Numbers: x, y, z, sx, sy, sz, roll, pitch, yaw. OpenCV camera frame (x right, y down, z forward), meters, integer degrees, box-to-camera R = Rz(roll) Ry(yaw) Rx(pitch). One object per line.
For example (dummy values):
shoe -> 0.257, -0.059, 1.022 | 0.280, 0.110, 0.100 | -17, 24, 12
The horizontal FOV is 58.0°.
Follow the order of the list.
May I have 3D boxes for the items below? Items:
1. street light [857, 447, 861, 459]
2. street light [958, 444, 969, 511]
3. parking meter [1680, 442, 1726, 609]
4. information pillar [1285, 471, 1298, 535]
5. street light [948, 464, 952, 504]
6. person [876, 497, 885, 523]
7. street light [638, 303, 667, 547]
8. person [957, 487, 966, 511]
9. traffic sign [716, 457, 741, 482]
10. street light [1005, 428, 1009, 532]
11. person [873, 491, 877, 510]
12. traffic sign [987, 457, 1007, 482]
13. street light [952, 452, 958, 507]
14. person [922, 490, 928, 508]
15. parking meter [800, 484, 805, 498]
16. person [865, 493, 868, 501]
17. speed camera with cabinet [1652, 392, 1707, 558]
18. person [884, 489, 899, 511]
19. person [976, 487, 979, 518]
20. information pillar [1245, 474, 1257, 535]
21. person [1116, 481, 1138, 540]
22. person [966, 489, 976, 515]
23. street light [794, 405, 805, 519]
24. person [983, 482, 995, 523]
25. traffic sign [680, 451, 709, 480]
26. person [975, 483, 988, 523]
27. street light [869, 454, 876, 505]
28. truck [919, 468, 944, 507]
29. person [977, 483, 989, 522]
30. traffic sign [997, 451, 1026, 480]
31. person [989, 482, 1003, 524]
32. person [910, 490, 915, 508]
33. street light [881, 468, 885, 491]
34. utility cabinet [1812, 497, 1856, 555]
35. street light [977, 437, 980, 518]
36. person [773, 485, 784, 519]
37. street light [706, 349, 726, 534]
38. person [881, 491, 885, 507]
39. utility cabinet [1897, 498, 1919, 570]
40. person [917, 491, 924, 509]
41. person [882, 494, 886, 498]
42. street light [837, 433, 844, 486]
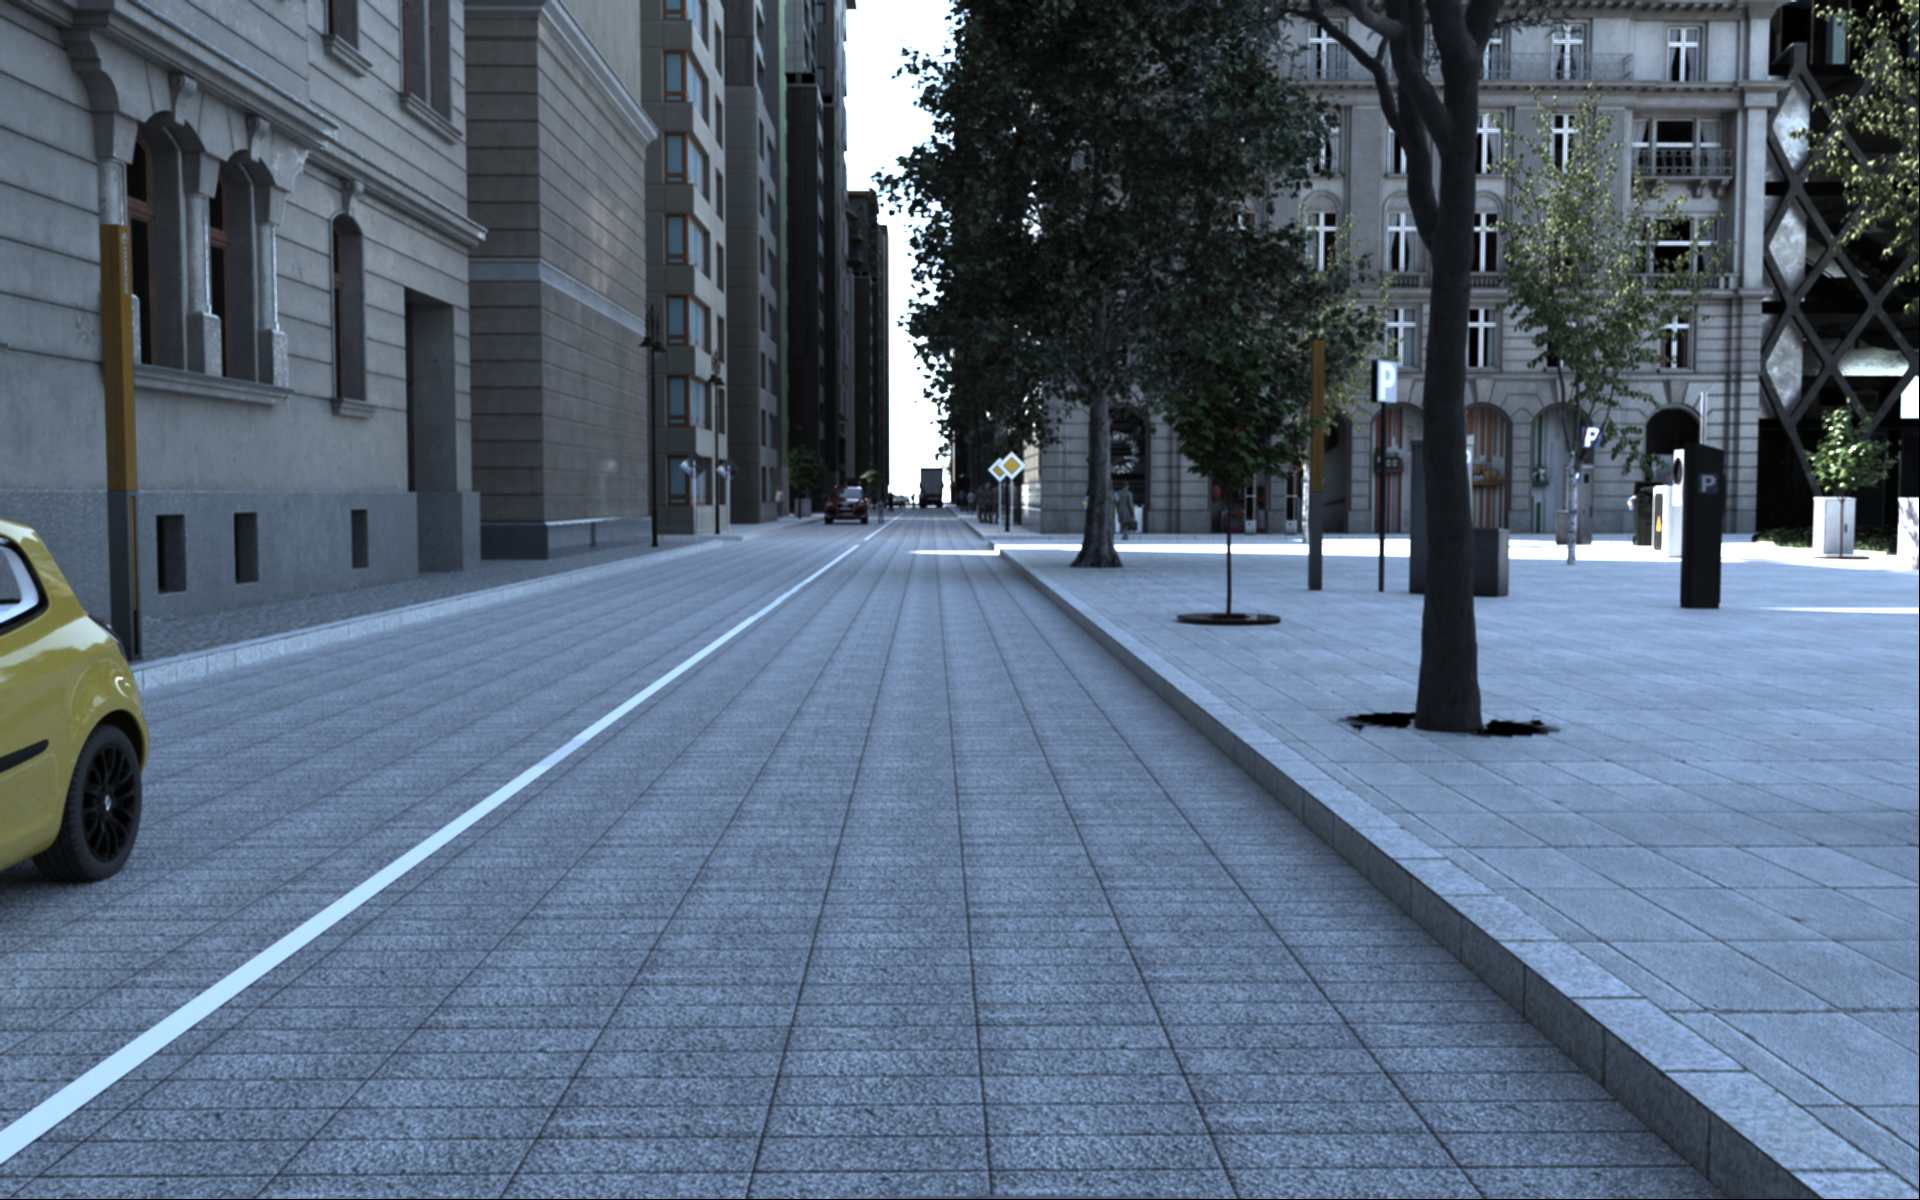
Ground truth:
street light -> -9.694, -11.823, 166.089 | 0.468, 5.910, 1.993 | 0, 4, -1
street light -> 0.300, -9.887, 134.435 | 0.468, 5.910, 1.993 | 0, 4, -1
parking meter -> 8.358, -0.842, 19.475 | 0.399, 1.863, 0.255 | 0, 4, 0
information pillar -> 10.424, -3.057, 54.481 | 0.304, 2.012, 0.304 | 2, 4, 27
street light -> -0.821, -14.186, 204.726 | 0.468, 5.910, 1.993 | 0, 4, -1
person -> -3.906, -4.447, 85.486 | 0.425, 1.301, 0.394 | -2, 4, -31
street light -> -7.457, -4.243, 42.164 | 0.468, 5.910, 1.993 | 0, 4, -1
person -> 0.124, -7.424, 127.773 | 0.601, 1.785, 0.444 | 2, 4, 32
traffic sign -> -7.312, -3.211, 54.683 | 0.795, 2.593, 0.064 | 0, 4, -1
street light -> 1.621, -5.288, 59.246 | 0.468, 5.910, 1.993 | 0, 4, -1
person -> -7.517, -8.854, 153.973 | 0.721, 1.736, 1.217 | -1, 4, -12
traffic sign -> 1.281, -3.218, 54.810 | 0.795, 2.593, 0.064 | 0, 4, -1
street light -> -0.271, -12.036, 169.582 | 0.468, 5.910, 1.993 | 0, 4, -1
person -> -3.590, -10.214, 175.361 | 0.709, 1.838, 0.599 | -1, 4, -11
parking meter -> -9.448, -5.994, 103.708 | 0.255, 1.863, 0.399 | -1, 4, -15
person -> -9.359, -9.997, 172.731 | 0.421, 1.427, 0.697 | 0, 4, 3
speed camera with cabinet -> 14.355, -2.453, 34.436 | 0.660, 3.252, 2.038 | 0, 4, 7
person -> -5.765, -8.356, 145.062 | 1.348, 1.831, 0.705 | 2, 4, 26
person -> 1.025, -5.221, 91.963 | 0.362, 1.759, 0.519 | 1, 4, 21
information pillar -> 9.151, -3.059, 54.504 | 0.304, 2.012, 0.304 | 1, 4, 23
person -> 4.878, -2.572, 50.657 | 0.694, 1.812, 0.767 | 3, 5, 41
person -> 0.699, -6.158, 108.529 | 0.589, 1.601, 0.330 | 0, 4, -3
street light -> -8.346, -7.171, 90.029 | 0.468, 5.910, 1.993 | 0, 4, -1
person -> 1.298, -4.294, 76.432 | 0.526, 1.800, 0.537 | 0, 4, 3
traffic sign -> -7.175, -2.722, 46.700 | 0.795, 2.593, 0.064 | 0, 4, -1
person -> 0.989, -4.325, 77.101 | 0.599, 1.781, 0.374 | 3, 4, 37
street light -> -10.253, -13.939, 200.684 | 0.468, 5.910, 1.993 | 0, 4, -1
truck -> -3.094, -12.216, 188.649 | 2.839, 4.237, 11.283 | 0, 4, -1
person -> 1.033, -4.460, 79.149 | 0.419, 1.800, 0.721 | -3, 5, -41
traffic sign -> 1.418, -2.730, 46.826 | 0.795, 2.593, 0.064 | 0, 4, -1
person -> 1.574, -4.211, 75.021 | 0.709, 1.813, 0.853 | 1, 4, 21
person -> -4.755, -10.024, 172.259 | 0.599, 1.838, 0.709 | 1, 4, 13
street light -> -11.061, -16.929, 249.572 | 0.468, 5.910, 1.993 | 0, 4, -1
utility cabinet -> 18.606, -1.571, 36.853 | 1.020, 1.237, 0.306 | -2, 4, -28
street light -> 1.029, -7.444, 94.493 | 0.468, 5.910, 1.993 | 0, 4, -1
person -> -9.270, -5.021, 88.802 | 0.731, 1.740, 0.598 | 1, 4, 21
street light -> -7.788, -5.055, 55.435 | 0.468, 5.910, 1.993 | 0, 4, -1
person -> -8.492, -11.102, 190.542 | 0.721, 1.766, 1.217 | 0, 4, 6
utility cabinet -> 16.435, -1.127, 29.583 | 0.306, 1.237, 1.020 | 0, 3, 0
person -> -3.888, -9.941, 171.970 | 0.756, 1.711, 0.436 | 1, 4, 22
person -> -8.397, -11.040, 192.242 | 0.421, 1.427, 0.697 | 2, 4, 32
street light -> -9.051, -9.707, 131.497 | 0.468, 5.910, 1.993 | 0, 4, -1
